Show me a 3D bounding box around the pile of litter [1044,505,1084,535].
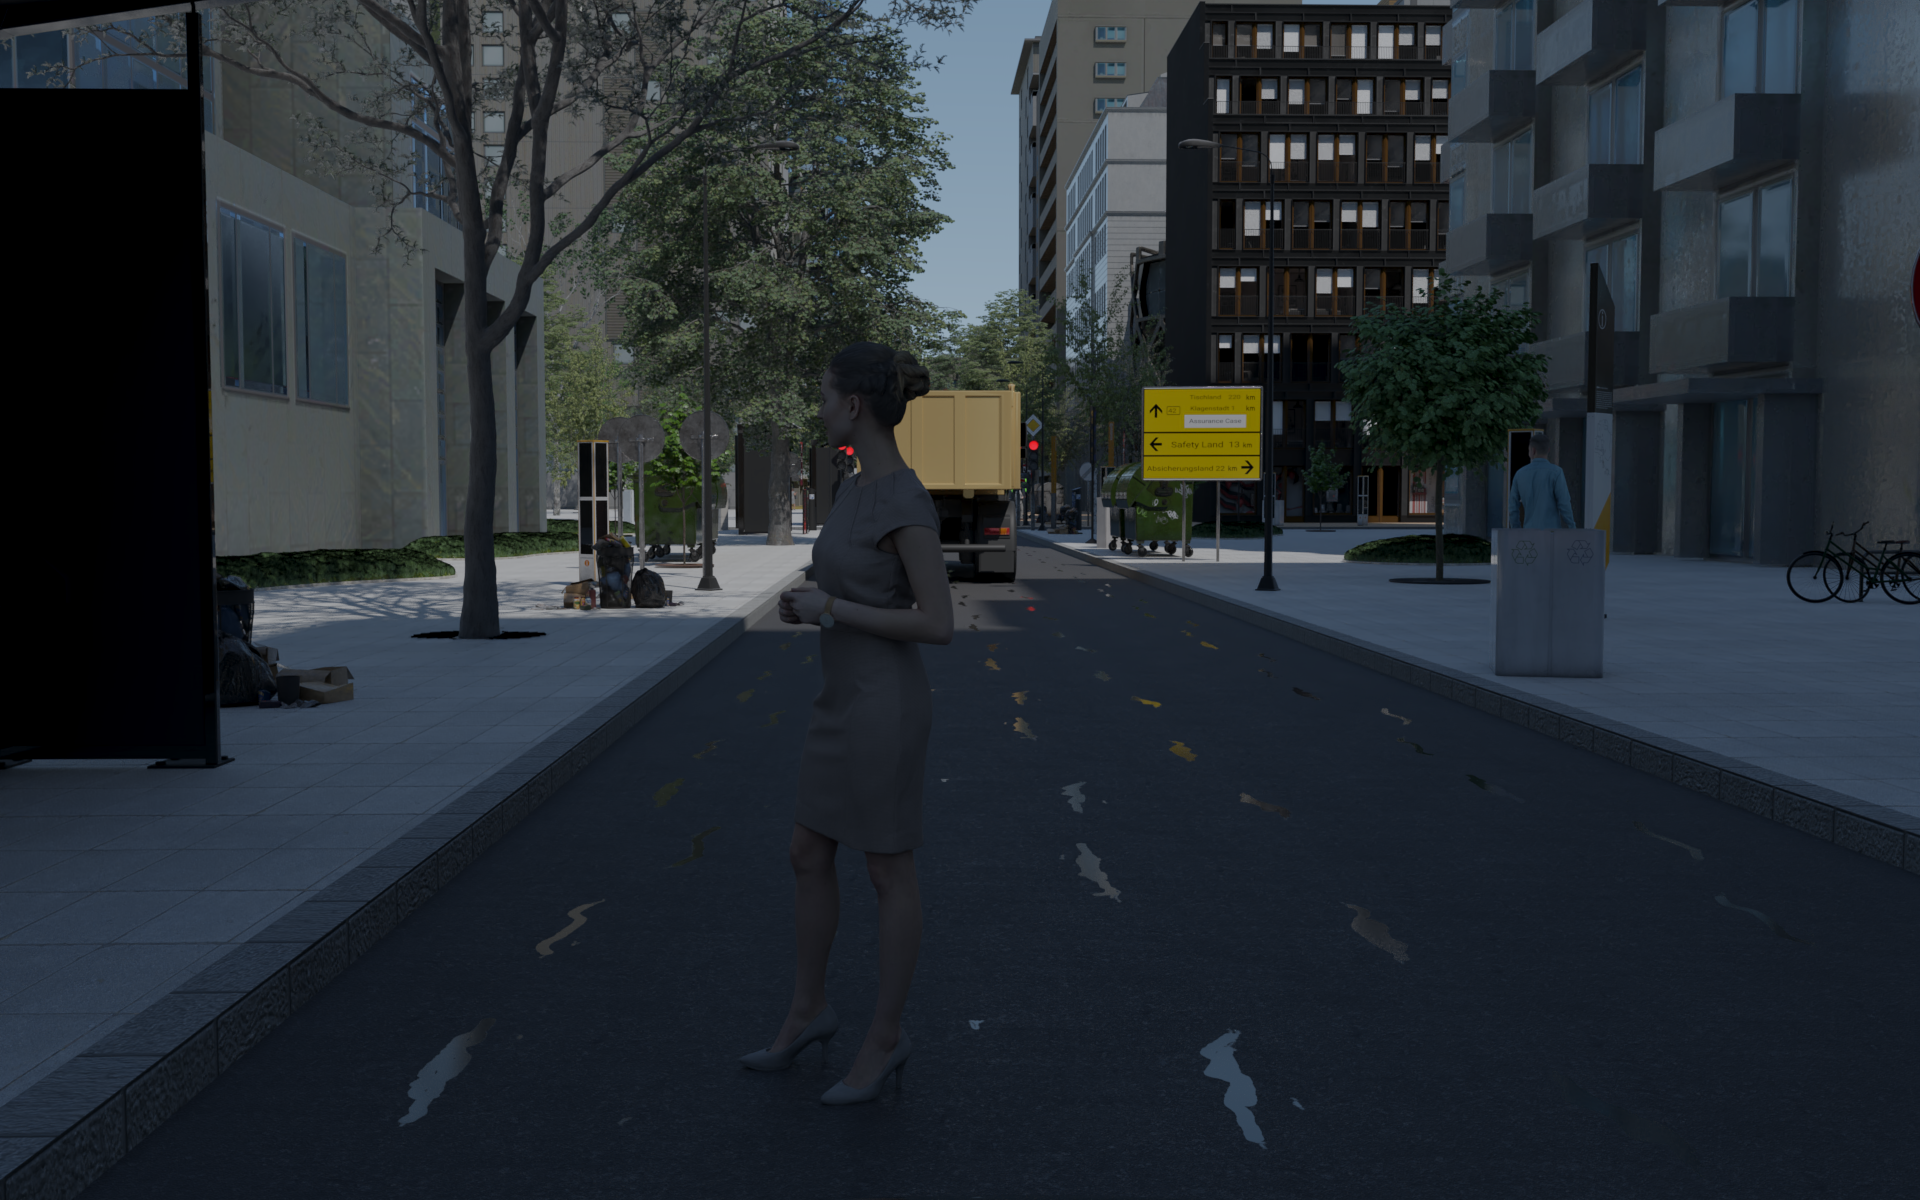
[{"bbox_3d":[3.357,-2.551,55.677,1.176,0.858,1.719,0,4,4],"label":"pile of litter"}]

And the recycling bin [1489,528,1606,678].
[{"bbox_3d":[4.206,0.007,12.437,0.722,1.027,0.722,1,4,13],"label":"recycling bin"}]

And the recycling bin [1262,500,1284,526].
[{"bbox_3d":[12.666,-3.516,70.042,0.722,1.027,0.722,2,4,25],"label":"recycling bin"}]

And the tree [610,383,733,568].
[{"bbox_3d":[-4.928,-2.175,30.161,1.663,3.219,1.824,0,3,0],"label":"tree"}]

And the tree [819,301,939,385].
[{"bbox_3d":[-7.883,-19.048,167.331,12.611,20.169,13.585,0,3,0],"label":"tree"}]

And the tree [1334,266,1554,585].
[{"bbox_3d":[7.039,-2.535,25.166,4.285,4.588,4.351,0,3,0],"label":"tree"}]

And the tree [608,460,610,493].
[{"bbox_3d":[-10.392,-3.509,51.966,1.663,3.219,1.824,0,3,0],"label":"tree"}]

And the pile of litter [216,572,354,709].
[{"bbox_3d":[-4.478,0.180,11.028,1.176,0.858,1.719,-2,4,-26],"label":"pile of litter"}]

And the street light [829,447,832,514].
[{"bbox_3d":[-3.955,-5.345,59.932,1.470,5.913,1.316,0,4,-2],"label":"street light"}]

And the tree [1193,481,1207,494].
[{"bbox_3d":[7.710,-3.963,59.392,1.663,3.219,1.824,0,3,0],"label":"tree"}]

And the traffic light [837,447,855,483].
[{"bbox_3d":[-4.109,-4.389,60.683,0.839,4.253,0.868,0,4,-2],"label":"traffic light"}]

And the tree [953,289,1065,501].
[{"bbox_3d":[2.544,-10.892,96.209,7.486,12.596,7.792,0,3,0],"label":"tree"}]

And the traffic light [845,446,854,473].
[{"bbox_3d":[-4.349,-4.877,68.665,0.839,4.253,0.868,0,4,-2],"label":"traffic light"}]

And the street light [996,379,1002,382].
[{"bbox_3d":[2.156,-5.971,70.161,1.470,5.913,1.316,0,4,-2],"label":"street light"}]

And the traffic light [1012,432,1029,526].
[{"bbox_3d":[2.308,-4.891,68.880,0.839,4.253,0.868,0,4,-2],"label":"traffic light"}]

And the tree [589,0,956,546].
[{"bbox_3d":[-4.459,-8.341,43.028,9.857,13.997,8.962,0,3,0],"label":"tree"}]

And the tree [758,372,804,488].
[{"bbox_3d":[-9.218,-8.216,84.690,4.360,8.622,3.978,0,3,0],"label":"tree"}]

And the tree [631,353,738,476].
[{"bbox_3d":[-20.165,-12.921,128.268,9.611,12.733,9.660,0,3,0],"label":"tree"}]

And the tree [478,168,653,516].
[{"bbox_3d":[-25.489,-15.086,102.553,12.611,20.169,13.585,0,3,0],"label":"tree"}]

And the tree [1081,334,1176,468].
[{"bbox_3d":[8.094,-7.876,79.136,4.360,8.622,3.978,0,3,0],"label":"tree"}]

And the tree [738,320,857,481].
[{"bbox_3d":[-7.322,-11.882,111.283,9.611,12.733,9.660,0,3,0],"label":"tree"}]

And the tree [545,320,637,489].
[{"bbox_3d":[-15.907,-7.560,73.965,4.737,8.622,4.395,0,3,0],"label":"tree"}]

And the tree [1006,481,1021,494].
[{"bbox_3d":[2.392,-5.831,89.943,1.663,3.219,1.824,0,3,0],"label":"tree"}]

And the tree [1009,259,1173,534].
[{"bbox_3d":[4.536,-6.406,55.095,4.737,8.622,4.395,0,3,0],"label":"tree"}]

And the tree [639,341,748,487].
[{"bbox_3d":[-12.189,-7.875,79.111,4.360,8.622,3.978,0,3,0],"label":"tree"}]

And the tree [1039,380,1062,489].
[{"bbox_3d":[6.451,-9.913,112.440,4.360,8.622,3.978,0,3,0],"label":"tree"}]

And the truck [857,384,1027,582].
[{"bbox_3d":[-0.352,-2.190,31.732,3.469,3.379,9.791,0,4,0],"label":"truck"}]

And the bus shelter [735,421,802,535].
[{"bbox_3d":[-6.265,-4.032,57.202,1.731,3.624,6.357,0,4,-2],"label":"bus shelter"}]

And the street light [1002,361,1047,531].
[{"bbox_3d":[2.345,-5.376,60.433,1.470,5.913,1.316,0,4,-2],"label":"street light"}]

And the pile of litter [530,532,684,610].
[{"bbox_3d":[-4.006,-0.348,19.651,1.719,0.858,1.176,-1,4,-8],"label":"pile of litter"}]

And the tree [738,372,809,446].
[{"bbox_3d":[-9.573,-8.574,90.540,4.737,8.622,4.395,0,3,0],"label":"tree"}]

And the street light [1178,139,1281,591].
[{"bbox_3d":[3.558,-3.078,22.866,1.470,5.913,1.316,0,4,-2],"label":"street light"}]

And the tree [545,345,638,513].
[{"bbox_3d":[-25.519,-11.680,116.719,9.928,11.665,9.643,0,3,0],"label":"tree"}]

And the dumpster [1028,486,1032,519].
[{"bbox_3d":[4.211,-5.142,89.829,1.264,1.857,1.865,0,4,-2],"label":"dumpster"}]

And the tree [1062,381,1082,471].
[{"bbox_3d":[7.380,-8.165,83.865,4.360,8.622,3.978,0,3,0],"label":"tree"}]

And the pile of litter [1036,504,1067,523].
[{"bbox_3d":[4.354,-3.614,73.053,1.719,0.858,1.176,3,5,43],"label":"pile of litter"}]

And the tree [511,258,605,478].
[{"bbox_3d":[-21.018,-10.117,83.546,7.486,12.596,7.792,0,3,0],"label":"tree"}]

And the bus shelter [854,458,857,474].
[{"bbox_3d":[-6.117,-6.028,92.475,2.014,3.302,5.546,0,4,-2],"label":"bus shelter"}]

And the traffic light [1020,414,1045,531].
[{"bbox_3d":[2.549,-4.402,60.899,0.839,4.253,0.868,0,4,-2],"label":"traffic light"}]

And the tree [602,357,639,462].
[{"bbox_3d":[-16.399,-8.582,90.671,4.360,8.622,3.978,0,3,0],"label":"tree"}]

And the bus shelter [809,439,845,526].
[{"bbox_3d":[-5.272,-4.964,72.437,1.731,3.624,6.357,0,4,-2],"label":"bus shelter"}]

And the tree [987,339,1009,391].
[{"bbox_3d":[2.655,-7.841,78.560,4.737,8.622,4.395,0,3,0],"label":"tree"}]

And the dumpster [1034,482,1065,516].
[{"bbox_3d":[4.459,-4.838,84.862,1.264,1.857,1.865,0,4,-2],"label":"dumpster"}]

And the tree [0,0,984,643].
[{"bbox_3d":[-4.143,-6.405,15.093,12.009,13.543,11.850,0,3,0],"label":"tree"}]

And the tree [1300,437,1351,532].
[{"bbox_3d":[12.213,-3.939,58.999,1.663,3.219,1.824,0,3,0],"label":"tree"}]

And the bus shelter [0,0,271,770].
[{"bbox_3d":[-3.900,-0.842,5.043,1.731,3.624,6.357,0,4,-2],"label":"bus shelter"}]

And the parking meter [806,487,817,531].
[{"bbox_3d":[-5.228,-3.212,60.923,0.372,1.533,0.369,0,3,0],"label":"parking meter"}]

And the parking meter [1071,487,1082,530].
[{"bbox_3d":[4.115,-3.227,61.169,0.372,1.533,0.369,0,3,0],"label":"parking meter"}]

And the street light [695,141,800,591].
[{"bbox_3d":[-2.808,-3.081,22.916,1.470,5.913,1.316,0,4,-2],"label":"street light"}]
